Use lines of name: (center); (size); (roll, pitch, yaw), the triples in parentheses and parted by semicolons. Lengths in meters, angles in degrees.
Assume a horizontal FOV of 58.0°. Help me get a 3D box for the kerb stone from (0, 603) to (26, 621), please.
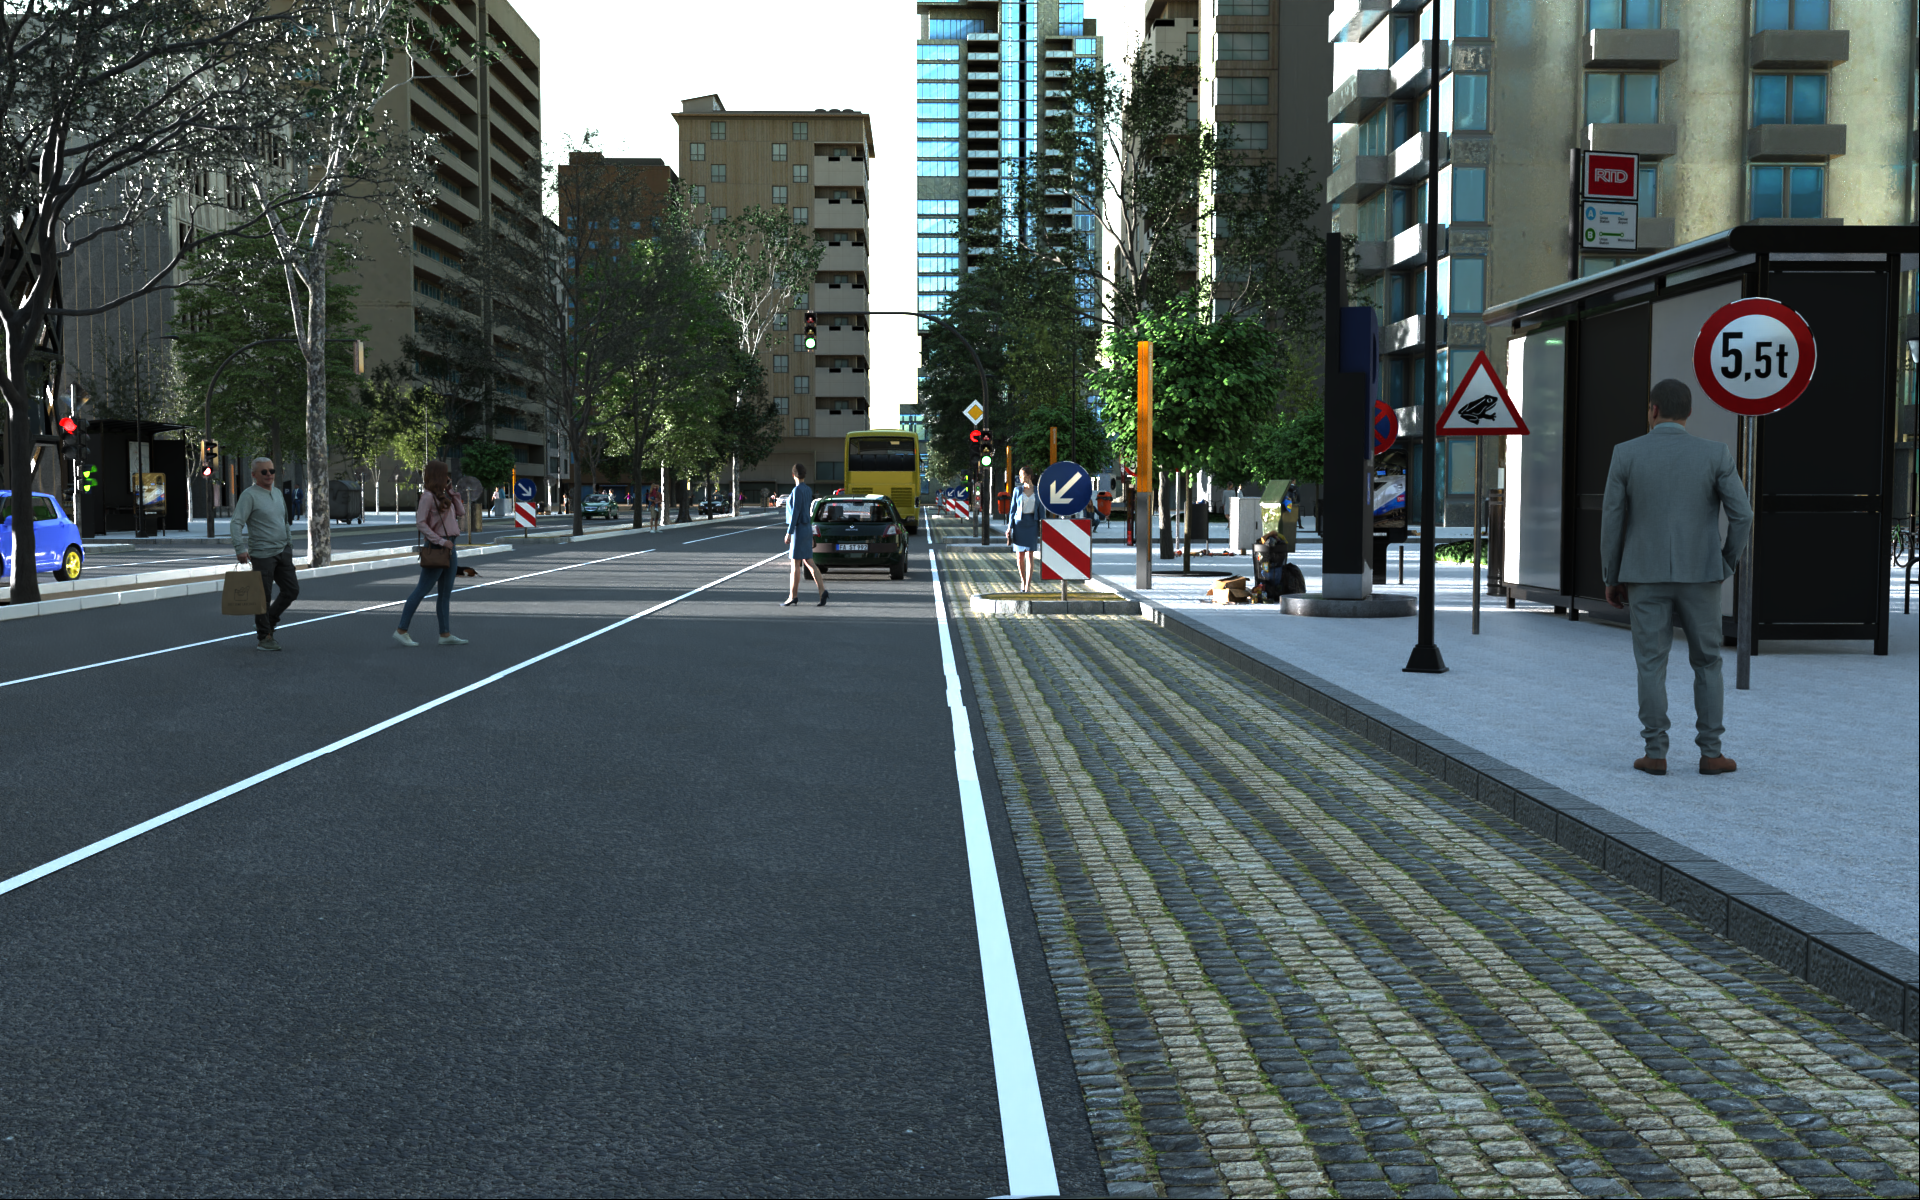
kerb stone: (-10.896, 0.142, 19.872); (0.120, 0.150, 1.000); (0, 4, -1)

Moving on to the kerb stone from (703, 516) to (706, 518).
kerb stone: (-14.705, -4.648, 98.305); (0.120, 0.150, 1.000); (0, 4, -1)

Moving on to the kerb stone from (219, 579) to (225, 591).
kerb stone: (-11.017, -0.235, 26.041); (0.120, 0.150, 1.000); (0, 4, -1)

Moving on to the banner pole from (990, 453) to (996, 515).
banner pole: (2.196, -7.122, 106.458); (0.863, 3.779, 0.401); (0, 4, 5)

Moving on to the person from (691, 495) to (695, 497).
person: (-28.484, -10.856, 184.354); (0.721, 1.723, 1.217); (-2, 4, -34)

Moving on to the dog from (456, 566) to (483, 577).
dog: (-8.634, -0.593, 29.886); (0.748, 0.427, 0.550); (3, 5, 39)

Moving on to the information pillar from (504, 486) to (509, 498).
information pillar: (-28.883, -6.477, 110.383); (0.304, 2.012, 0.304); (-1, 4, -16)

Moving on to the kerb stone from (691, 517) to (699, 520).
kerb stone: (-14.634, -4.467, 95.231); (0.120, 0.150, 1.000); (0, 4, -1)

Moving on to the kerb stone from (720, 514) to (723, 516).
kerb stone: (-14.874, -5.151, 106.497); (0.120, 0.150, 1.000); (0, 4, -1)

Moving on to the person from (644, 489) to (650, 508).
person: (-29.927, -9.712, 165.510); (0.721, 1.739, 1.217); (2, 4, 32)

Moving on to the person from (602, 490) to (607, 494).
person: (-39.945, -11.498, 194.696); (0.621, 1.740, 0.551); (3, 4, 38)

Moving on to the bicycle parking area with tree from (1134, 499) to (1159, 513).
bicycle parking area with tree: (15.356, -8.057, 118.726); (8.231, 4.147, 9.016); (1, 4, 11)

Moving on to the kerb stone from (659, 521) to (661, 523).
kerb stone: (-14.344, -3.649, 81.912); (0.120, 0.150, 1.000); (0, 4, -1)

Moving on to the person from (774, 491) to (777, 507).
person: (-21.106, -11.490, 197.145); (0.721, 1.735, 1.217); (0, 4, -3)

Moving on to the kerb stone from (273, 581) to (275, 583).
kerb stone: (-11.068, -0.360, 28.100); (0.120, 0.150, 1.000); (0, 4, -1)

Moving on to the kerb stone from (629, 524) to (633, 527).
kerb stone: (-14.163, -3.150, 73.697); (0.120, 0.150, 1.000); (0, 4, -1)

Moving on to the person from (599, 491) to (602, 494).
person: (-41.794, -11.860, 201.424); (0.593, 1.643, 0.415); (-3, 5, -40)

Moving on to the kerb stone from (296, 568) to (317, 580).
kerb stone: (-11.097, -0.417, 29.122); (0.120, 0.150, 1.000); (0, 4, -1)

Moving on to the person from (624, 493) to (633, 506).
person: (-36.279, -11.044, 189.837); (0.991, 1.433, 0.599); (-1, 4, -9)

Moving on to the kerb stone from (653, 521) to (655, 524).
kerb stone: (-14.303, -3.527, 79.859); (0.120, 0.150, 1.000); (0, 4, -1)

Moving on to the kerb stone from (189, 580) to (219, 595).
kerb stone: (-11.005, -0.173, 25.019); (0.120, 0.150, 1.000); (0, 4, -1)

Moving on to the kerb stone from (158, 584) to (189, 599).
kerb stone: (-10.983, -0.110, 23.989); (0.120, 0.150, 1.000); (0, 4, -1)

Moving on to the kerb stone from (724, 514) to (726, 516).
kerb stone: (-14.928, -5.281, 108.541); (0.120, 0.150, 1.000); (0, 4, -1)

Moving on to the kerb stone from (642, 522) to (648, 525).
kerb stone: (-14.249, -3.396, 77.815); (0.120, 0.150, 1.000); (0, 4, -1)

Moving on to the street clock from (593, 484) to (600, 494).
street clock: (-25.101, -7.031, 119.523); (0.358, 2.002, 0.471); (2, 4, 26)

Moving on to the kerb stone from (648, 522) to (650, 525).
kerb stone: (-14.277, -3.464, 78.837); (0.120, 0.150, 1.000); (0, 4, -1)

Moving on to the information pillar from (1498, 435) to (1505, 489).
information pillar: (17.273, -3.897, 55.074); (0.504, 3.616, 0.183); (-3, 5, -44)

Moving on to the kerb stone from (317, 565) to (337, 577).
kerb stone: (-11.115, -0.486, 30.143); (0.120, 0.150, 1.000); (0, 4, -1)

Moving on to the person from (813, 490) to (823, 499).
person: (-14.668, -10.368, 178.021); (1.348, 1.824, 0.705); (-1, 4, -13)

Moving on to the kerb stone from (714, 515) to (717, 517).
kerb stone: (-14.807, -4.967, 103.427); (0.120, 0.150, 1.000); (0, 4, -1)

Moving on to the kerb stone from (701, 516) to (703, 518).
kerb stone: (-14.684, -4.592, 97.276); (0.120, 0.150, 1.000); (0, 4, -1)

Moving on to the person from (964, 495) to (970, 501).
person: (0.477, -8.792, 150.324); (0.617, 1.759, 0.750); (1, 4, 13)

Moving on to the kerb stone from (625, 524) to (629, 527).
kerb stone: (-14.143, -3.087, 72.663); (0.120, 0.150, 1.000); (0, 4, -1)

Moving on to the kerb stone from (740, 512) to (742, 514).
kerb stone: (-15.126, -5.845, 117.762); (0.120, 0.150, 1.000); (0, 4, -1)

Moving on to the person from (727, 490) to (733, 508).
person: (-23.455, -10.270, 176.278); (0.709, 1.838, 0.599); (2, 4, 34)

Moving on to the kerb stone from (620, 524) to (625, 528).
kerb stone: (-14.127, -3.024, 71.641); (0.120, 0.150, 1.000); (0, 4, -1)

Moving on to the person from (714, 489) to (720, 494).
person: (-27.329, -11.531, 194.571); (1.348, 1.824, 0.705); (-1, 4, -20)

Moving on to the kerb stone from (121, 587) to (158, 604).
kerb stone: (-10.957, -0.047, 22.968); (0.120, 0.150, 1.000); (0, 4, -1)

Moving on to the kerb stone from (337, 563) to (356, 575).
kerb stone: (-11.147, -0.549, 31.165); (0.120, 0.150, 1.000); (0, 4, -1)

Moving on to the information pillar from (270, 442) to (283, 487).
information pillar: (-28.857, -5.006, 73.200); (0.504, 3.616, 0.183); (-3, 4, -38)

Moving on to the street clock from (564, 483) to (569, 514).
street clock: (-25.156, -6.503, 110.889); (0.358, 2.002, 0.471); (0, 4, 0)

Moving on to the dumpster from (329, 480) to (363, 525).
dumpster: (-26.066, -4.113, 73.012); (1.264, 1.857, 1.865); (0, 4, -1)

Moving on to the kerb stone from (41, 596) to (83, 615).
kerb stone: (-10.918, 0.079, 20.902); (0.120, 0.150, 1.000); (0, 4, -1)

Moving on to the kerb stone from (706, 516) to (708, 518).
kerb stone: (-14.723, -4.715, 99.327); (0.120, 0.150, 1.000); (0, 4, -1)

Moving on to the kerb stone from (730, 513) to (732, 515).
kerb stone: (-15.001, -5.468, 111.623); (0.120, 0.150, 1.000); (0, 4, -1)

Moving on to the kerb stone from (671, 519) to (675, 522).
kerb stone: (-14.434, -3.902, 86.000); (0.120, 0.150, 1.000); (0, 4, -1)

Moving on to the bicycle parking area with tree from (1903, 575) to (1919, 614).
bicycle parking area with tree: (14.802, -1.944, 18.791); (8.231, 4.147, 9.016); (-2, 4, -34)

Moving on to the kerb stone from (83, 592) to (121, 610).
kerb stone: (-10.946, 0.016, 21.934); (0.120, 0.150, 1.000); (0, 4, -1)

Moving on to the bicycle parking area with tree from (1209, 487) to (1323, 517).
bicycle parking area with tree: (17.639, -6.599, 94.899); (8.231, 4.147, 9.016); (0, 4, 6)

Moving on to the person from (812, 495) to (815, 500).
person: (-11.309, -7.380, 128.786); (1.348, 1.869, 0.705); (-2, 4, -32)

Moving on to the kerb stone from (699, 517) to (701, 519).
kerb stone: (-14.660, -4.529, 96.253); (0.120, 0.150, 1.000); (0, 4, -1)
